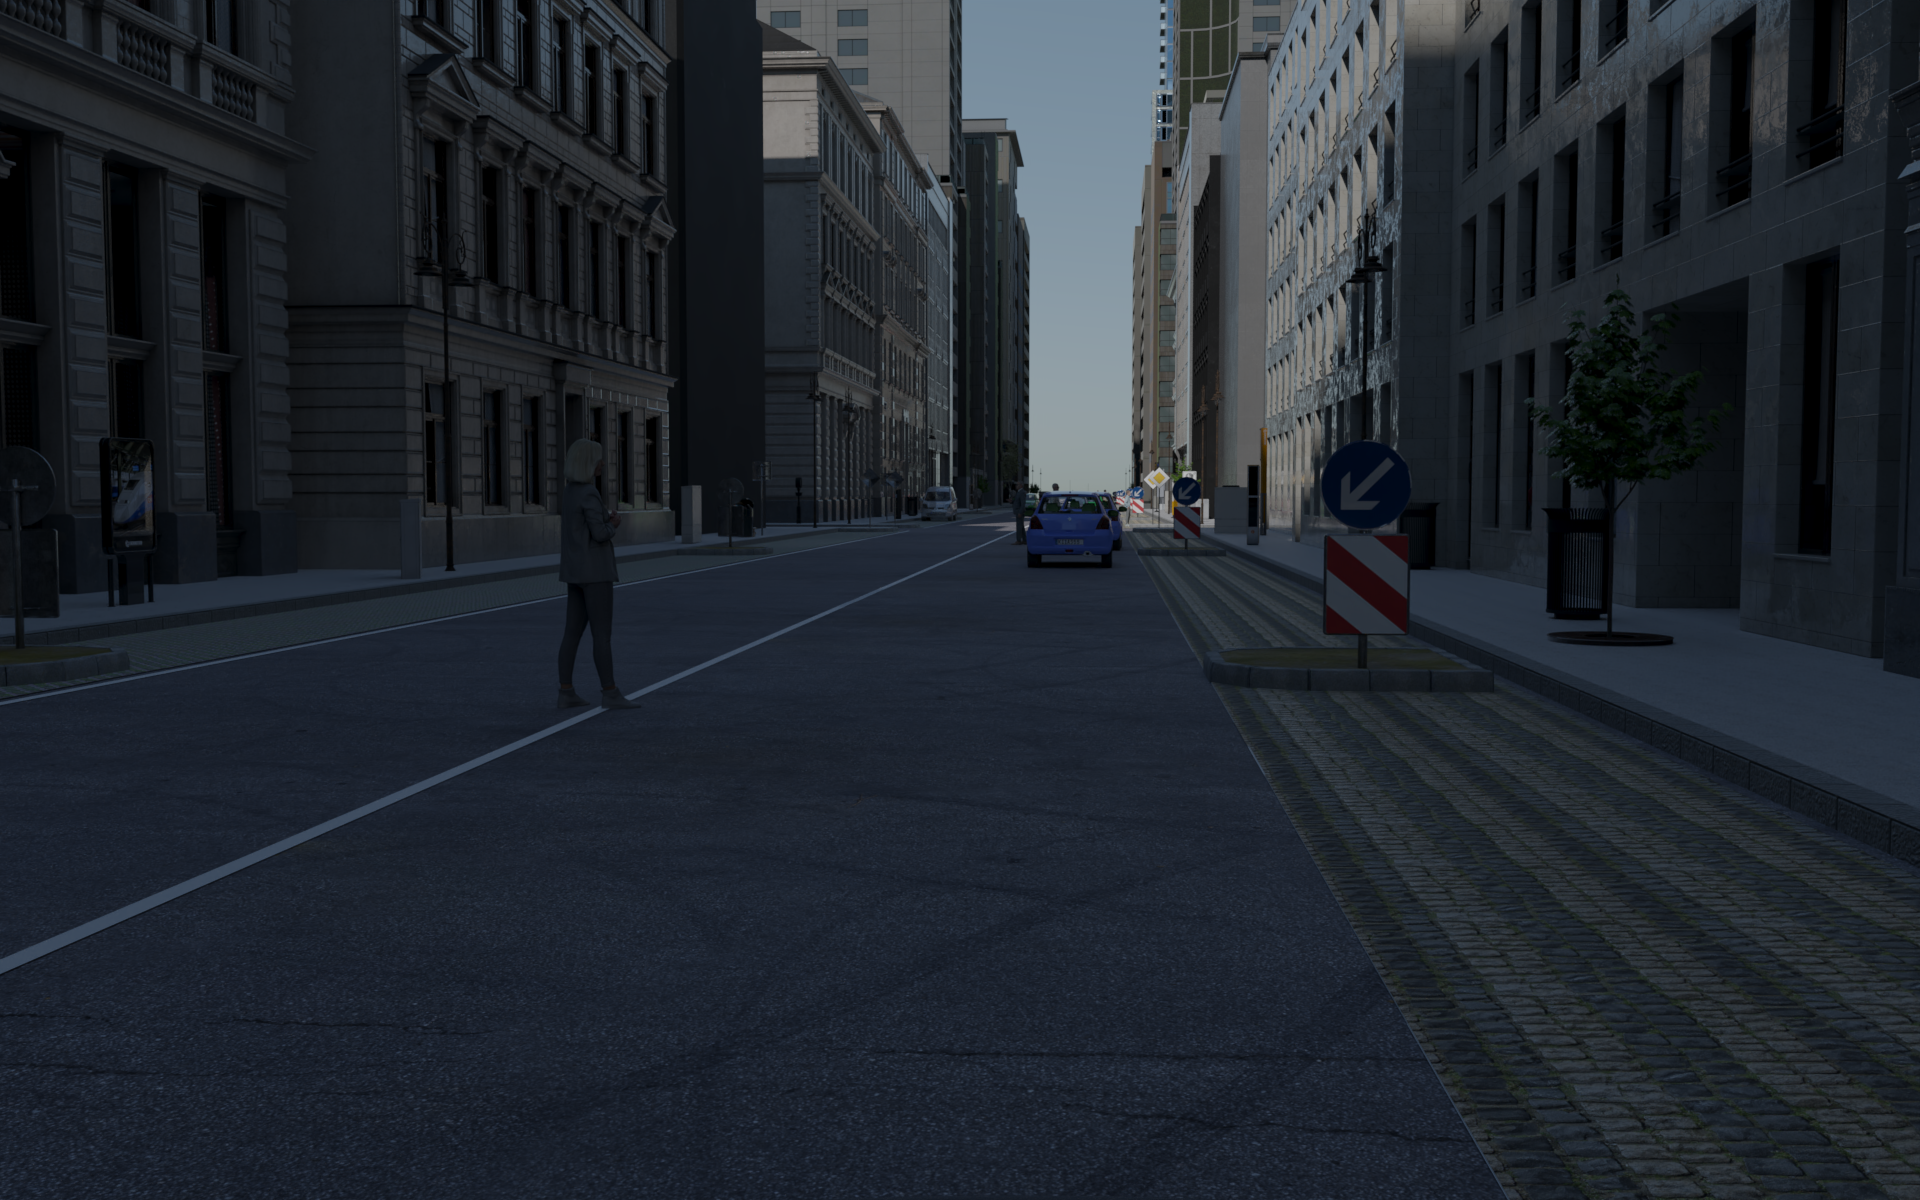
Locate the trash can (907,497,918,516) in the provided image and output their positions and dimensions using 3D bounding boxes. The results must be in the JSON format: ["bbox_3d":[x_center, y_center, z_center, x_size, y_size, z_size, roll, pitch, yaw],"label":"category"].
[{"bbox_3d":[-2.772,-5.465,101.002,0.748,1.137,0.748,0,3,0],"label":"trash can"}]

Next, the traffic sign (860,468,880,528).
[{"bbox_3d":[-3.426,-3.813,65.979,0.795,2.450,0.064,0,4,5],"label":"traffic sign"}]

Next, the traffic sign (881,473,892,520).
[{"bbox_3d":[-3.564,-5.031,84.386,0.606,2.300,0.079,1,4,13],"label":"traffic sign"}]

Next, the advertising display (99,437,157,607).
[{"bbox_3d":[-9.622,-0.908,20.066,0.123,1.923,0.974,0,4,4],"label":"advertising display"}]

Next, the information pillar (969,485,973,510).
[{"bbox_3d":[0.904,-8.218,138.854,0.304,2.012,0.304,-1,4,-11],"label":"information pillar"}]

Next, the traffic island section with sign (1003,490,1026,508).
[{"bbox_3d":[5.329,-10.042,172.817,1.989,1.847,2.006,0,4,5],"label":"traffic island section with sign"}]

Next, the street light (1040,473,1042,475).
[{"bbox_3d":[14.279,-20.392,306.198,0.468,5.910,1.993,0,4,5],"label":"street light"}]

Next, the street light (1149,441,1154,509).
[{"bbox_3d":[16.553,-10.807,149.476,0.468,5.910,1.993,0,4,5],"label":"street light"}]

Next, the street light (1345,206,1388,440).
[{"bbox_3d":[6.581,-3.388,28.182,0.468,5.910,1.993,0,4,5],"label":"street light"}]

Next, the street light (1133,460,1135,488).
[{"bbox_3d":[22.567,-15.315,223.182,0.468,5.910,1.993,0,4,5],"label":"street light"}]

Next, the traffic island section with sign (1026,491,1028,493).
[{"bbox_3d":[7.561,-11.701,199.938,1.989,1.847,2.006,0,4,5],"label":"traffic island section with sign"}]

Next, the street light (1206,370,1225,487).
[{"bbox_3d":[9.570,-5.609,64.491,0.468,5.910,1.993,0,4,5],"label":"street light"}]

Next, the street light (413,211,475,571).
[{"bbox_3d":[-8.492,-3.418,28.673,0.468,5.910,1.993,0,4,5],"label":"street light"}]

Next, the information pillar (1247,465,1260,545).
[{"bbox_3d":[7.376,-2.388,43.542,0.304,2.012,0.304,1,4,12],"label":"information pillar"}]

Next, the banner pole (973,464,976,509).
[{"bbox_3d":[1.194,-9.441,144.382,0.401,3.779,0.863,1,4,21],"label":"banner pole"}]

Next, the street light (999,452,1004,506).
[{"bbox_3d":[4.442,-13.123,187.343,0.468,5.910,1.993,0,4,5],"label":"street light"}]

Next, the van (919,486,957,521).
[{"bbox_3d":[-1.100,-5.180,91.707,2.013,2.044,4.112,0,4,4],"label":"van"}]

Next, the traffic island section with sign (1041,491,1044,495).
[{"bbox_3d":[14.387,-16.773,282.860,1.989,1.847,2.006,0,4,5],"label":"traffic island section with sign"}]

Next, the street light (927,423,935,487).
[{"bbox_3d":[-1.785,-8.456,111.051,0.468,5.910,1.993,0,4,5],"label":"street light"}]

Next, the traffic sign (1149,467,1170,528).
[{"bbox_3d":[7.480,-3.757,65.064,0.795,2.450,0.064,0,4,5],"label":"traffic sign"}]

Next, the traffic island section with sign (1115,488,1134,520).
[{"bbox_3d":[9.650,-5.290,95.114,1.989,1.847,2.006,0,4,5],"label":"traffic island section with sign"}]

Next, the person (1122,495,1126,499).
[{"bbox_3d":[16.197,-9.751,168.641,0.721,1.743,1.217,-2,4,-33],"label":"person"}]

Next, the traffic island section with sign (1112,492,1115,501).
[{"bbox_3d":[11.866,-6.933,121.979,1.989,1.847,2.006,0,4,5],"label":"traffic island section with sign"}]

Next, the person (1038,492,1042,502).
[{"bbox_3d":[11.683,-14.835,251.856,0.445,1.727,0.742,3,4,37],"label":"person"}]

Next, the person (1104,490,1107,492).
[{"bbox_3d":[12.810,-8.814,152.606,0.705,1.824,1.348,-1,4,-16],"label":"person"}]

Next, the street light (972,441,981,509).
[{"bbox_3d":[1.561,-10.873,150.568,0.468,5.910,1.993,0,4,5],"label":"street light"}]

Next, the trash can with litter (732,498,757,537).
[{"bbox_3d":[-6.408,-2.457,51.554,0.624,1.170,1.055,0,4,4],"label":"trash can with litter"}]

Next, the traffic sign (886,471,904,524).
[{"bbox_3d":[-2.771,-4.299,73.937,0.795,2.450,0.064,0,4,5],"label":"traffic sign"}]

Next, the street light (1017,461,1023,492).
[{"bbox_3d":[8.319,-15.942,233.439,0.468,5.910,1.993,0,4,5],"label":"street light"}]

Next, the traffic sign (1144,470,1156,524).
[{"bbox_3d":[8.135,-4.243,73.023,0.795,2.450,0.064,0,4,5],"label":"traffic sign"}]

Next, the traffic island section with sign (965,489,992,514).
[{"bbox_3d":[1.277,-7.035,123.653,1.989,1.847,2.006,0,4,5],"label":"traffic island section with sign"}]

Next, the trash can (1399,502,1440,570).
[{"bbox_3d":[7.788,-1.091,29.488,0.748,1.137,0.748,0,3,0],"label":"trash can"}]

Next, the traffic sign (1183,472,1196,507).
[{"bbox_3d":[10.331,-4.642,78.024,0.606,2.300,0.079,1,4,9],"label":"traffic sign"}]

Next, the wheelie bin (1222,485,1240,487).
[{"bbox_3d":[9.680,-3.292,61.729,0.980,1.594,0.693,-1,4,-12],"label":"wheelie bin"}]

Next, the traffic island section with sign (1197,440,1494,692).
[{"bbox_3d":[2.922,-0.294,13.438,1.989,1.847,2.006,0,4,5],"label":"traffic island section with sign"}]

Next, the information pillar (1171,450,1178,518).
[{"bbox_3d":[11.497,-6.194,92.624,0.183,3.616,0.504,3,4,36],"label":"information pillar"}]

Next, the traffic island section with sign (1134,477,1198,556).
[{"bbox_3d":[5.163,-1.952,40.543,1.989,1.847,2.006,0,4,5],"label":"traffic island section with sign"}]

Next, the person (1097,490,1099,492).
[{"bbox_3d":[14.891,-10.966,187.654,0.709,1.838,0.599,2,4,23],"label":"person"}]

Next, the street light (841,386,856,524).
[{"bbox_3d":[-4.761,-6.207,74.272,0.468,5.910,1.993,0,4,5],"label":"street light"}]

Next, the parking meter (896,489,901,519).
[{"bbox_3d":[-3.182,-4.893,88.404,0.372,1.533,0.369,0,3,0],"label":"parking meter"}]

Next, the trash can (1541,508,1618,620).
[{"bbox_3d":[6.357,-0.377,17.812,0.748,1.137,0.748,0,3,0],"label":"trash can"}]

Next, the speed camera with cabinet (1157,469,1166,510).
[{"bbox_3d":[16.036,-8.719,136.889,0.660,3.252,2.038,1,4,18],"label":"speed camera with cabinet"}]

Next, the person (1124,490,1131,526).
[{"bbox_3d":[7.481,-4.088,77.148,0.330,1.601,0.589,2,4,24],"label":"person"}]

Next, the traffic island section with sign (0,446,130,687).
[{"bbox_3d":[-7.758,-0.305,13.613,1.989,1.847,2.006,0,4,5],"label":"traffic island section with sign"}]

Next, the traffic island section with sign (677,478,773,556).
[{"bbox_3d":[-5.499,-1.983,41.053,1.989,1.847,2.006,0,4,5],"label":"traffic island section with sign"}]

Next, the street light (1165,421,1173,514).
[{"bbox_3d":[13.257,-8.379,109.778,0.468,5.910,1.993,0,4,5],"label":"street light"}]

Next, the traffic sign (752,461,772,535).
[{"bbox_3d":[-6.120,-3.143,53.520,0.606,2.300,0.079,0,4,7],"label":"traffic sign"}]

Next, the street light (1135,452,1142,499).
[{"bbox_3d":[19.407,-13.053,186.203,0.468,5.910,1.993,0,4,5],"label":"street light"}]

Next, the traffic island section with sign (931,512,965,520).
[{"bbox_3d":[-0.911,-5.392,96.786,1.989,1.847,2.006,0,4,5],"label":"traffic island section with sign"}]

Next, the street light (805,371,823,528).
[{"bbox_3d":[-5.468,-5.650,65.159,0.468,5.910,1.993,0,4,5],"label":"street light"}]

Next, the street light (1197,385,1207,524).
[{"bbox_3d":[10.298,-6.159,73.480,0.468,5.910,1.993,0,4,5],"label":"street light"}]

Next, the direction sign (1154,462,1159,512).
[{"bbox_3d":[13.989,-8.019,123.101,0.379,3.537,0.876,-1,4,-12],"label":"direction sign"}]

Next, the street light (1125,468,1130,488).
[{"bbox_3d":[26.402,-18.154,269.610,0.468,5.910,1.993,0,4,5],"label":"street light"}]
